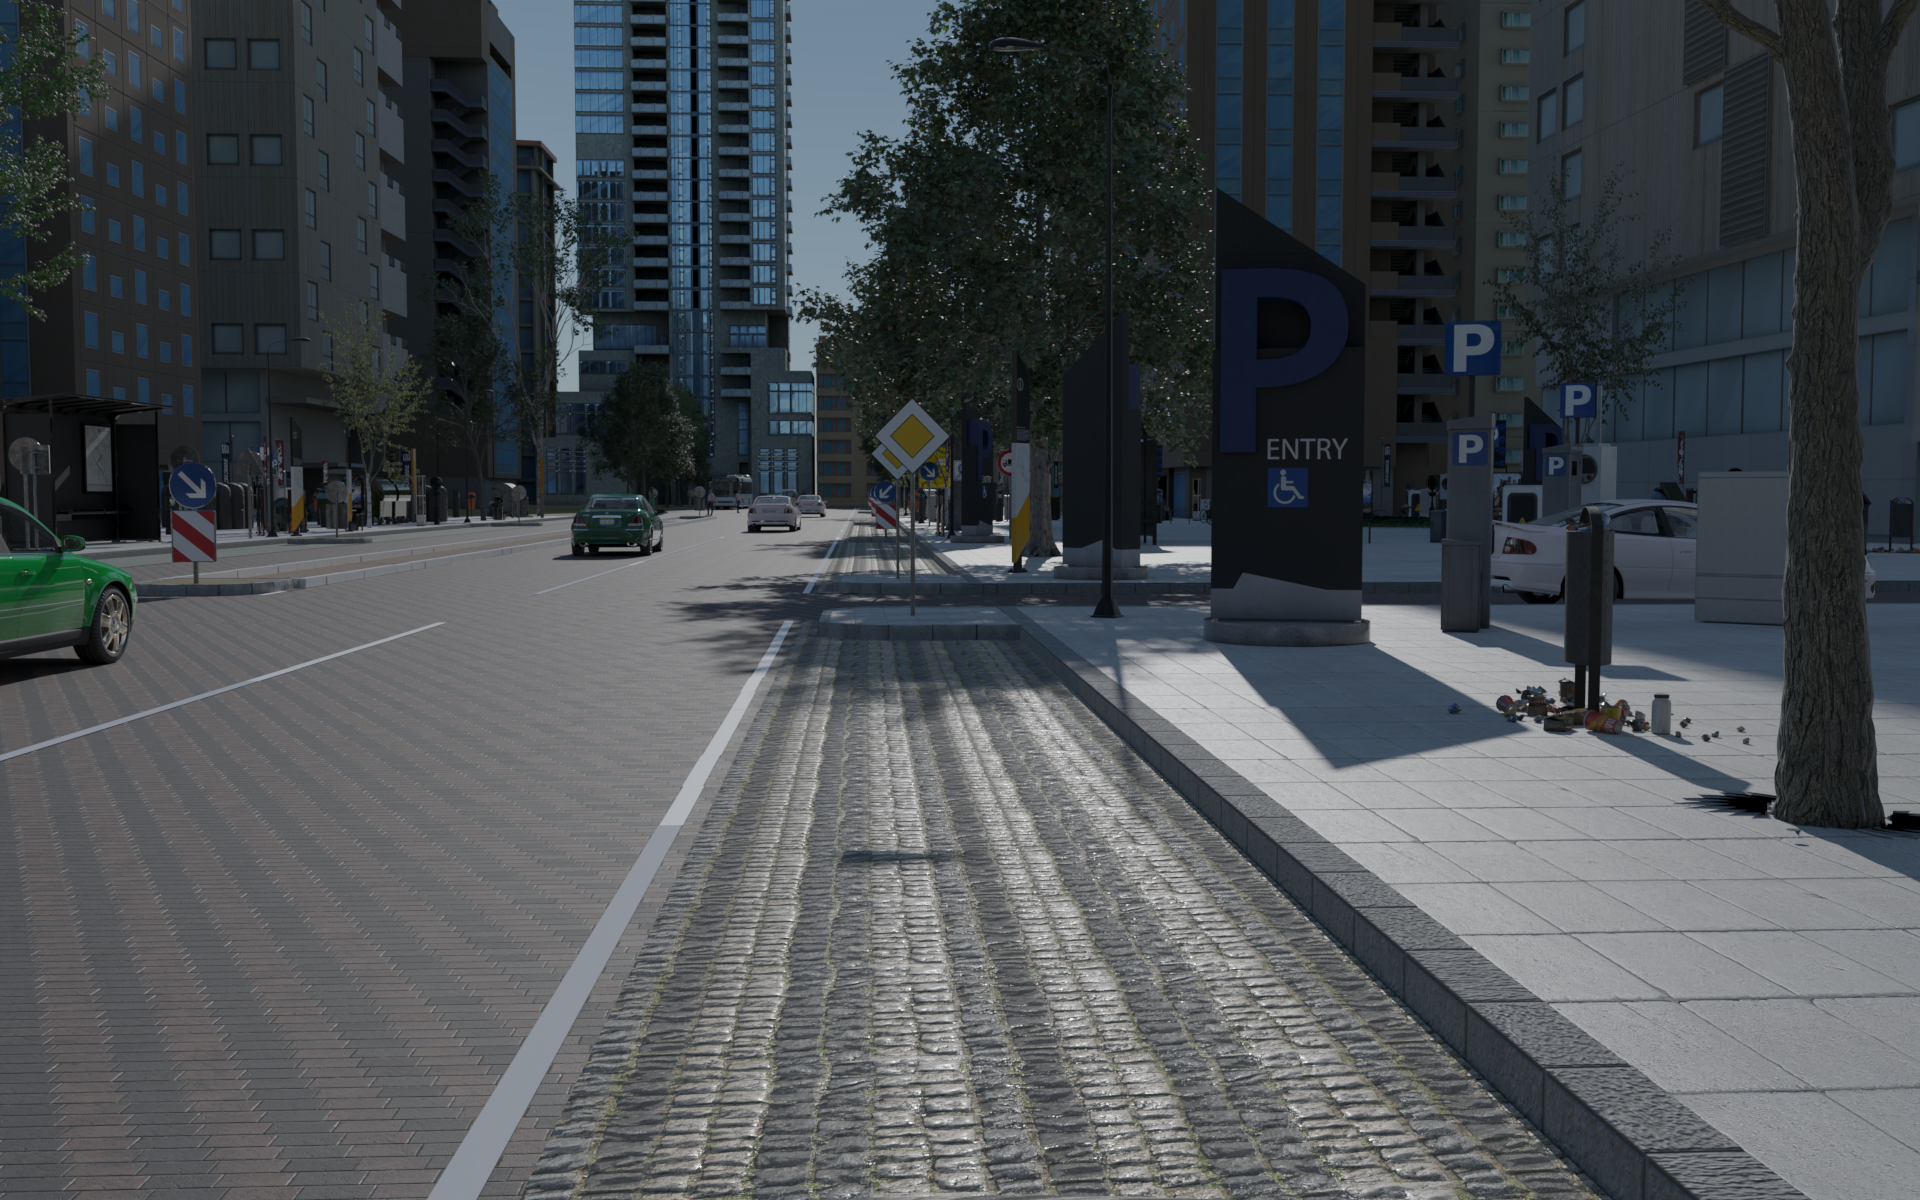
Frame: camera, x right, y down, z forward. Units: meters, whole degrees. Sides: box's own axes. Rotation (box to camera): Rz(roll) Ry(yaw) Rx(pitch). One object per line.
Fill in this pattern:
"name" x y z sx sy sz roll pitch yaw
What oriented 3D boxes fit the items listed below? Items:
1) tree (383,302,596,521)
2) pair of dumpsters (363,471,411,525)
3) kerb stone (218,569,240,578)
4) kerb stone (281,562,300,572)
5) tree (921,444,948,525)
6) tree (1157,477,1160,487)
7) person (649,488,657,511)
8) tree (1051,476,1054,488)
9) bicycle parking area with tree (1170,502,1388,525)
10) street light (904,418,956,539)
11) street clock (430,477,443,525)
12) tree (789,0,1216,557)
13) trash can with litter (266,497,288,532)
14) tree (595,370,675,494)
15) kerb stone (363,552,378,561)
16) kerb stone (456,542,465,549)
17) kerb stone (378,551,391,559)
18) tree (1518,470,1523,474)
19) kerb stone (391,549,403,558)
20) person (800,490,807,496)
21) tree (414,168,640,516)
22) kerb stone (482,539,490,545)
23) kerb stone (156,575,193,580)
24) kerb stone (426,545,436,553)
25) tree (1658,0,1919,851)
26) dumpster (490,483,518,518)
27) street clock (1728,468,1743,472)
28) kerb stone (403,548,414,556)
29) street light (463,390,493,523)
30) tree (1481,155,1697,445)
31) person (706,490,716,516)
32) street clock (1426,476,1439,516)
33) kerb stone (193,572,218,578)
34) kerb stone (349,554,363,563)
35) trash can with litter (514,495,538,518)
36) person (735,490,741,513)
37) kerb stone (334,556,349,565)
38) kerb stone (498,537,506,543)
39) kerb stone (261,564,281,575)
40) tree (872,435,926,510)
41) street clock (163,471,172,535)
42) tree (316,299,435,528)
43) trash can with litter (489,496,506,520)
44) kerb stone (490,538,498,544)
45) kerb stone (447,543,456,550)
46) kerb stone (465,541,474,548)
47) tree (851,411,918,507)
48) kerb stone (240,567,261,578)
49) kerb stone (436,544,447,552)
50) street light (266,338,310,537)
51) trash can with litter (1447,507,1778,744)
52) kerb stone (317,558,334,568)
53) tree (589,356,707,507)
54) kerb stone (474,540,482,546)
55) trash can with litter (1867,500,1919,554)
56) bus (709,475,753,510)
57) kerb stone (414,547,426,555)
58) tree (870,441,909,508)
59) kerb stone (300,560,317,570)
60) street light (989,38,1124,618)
"tree" -23.238 -9.146 83.941 8.767 10.594 7.601 -2 4 -28
"pair of dumpsters" -24.335 -4.287 72.590 1.574 2.255 4.437 0 4 -3
"kerb stone" -12.228 -0.393 28.727 0.120 0.150 1.000 0 4 -3
"kerb stone" -12.393 -0.587 31.794 0.120 0.150 1.000 0 4 -3
"tree" -0.793 -7.361 70.714 4.737 8.622 4.395 0 3 0
"tree" 8.114 -5.161 78.980 1.663 3.219 1.824 0 3 0
"person" -17.462 -5.466 98.113 0.529 1.795 0.600 -3 4 -36
"tree" 4.516 -6.270 97.108 1.663 3.219 1.824 0 3 0
"bicycle parking area with tree" 13.479 -5.283 73.384 8.231 4.147 9.016 0 4 -6
"street light" -0.772 -4.711 49.564 1.470 5.913 1.316 0 4 -3
"street clock" -21.893 -4.151 72.432 0.471 2.002 0.358 0 4 0
"tree" 1.567 -7.232 35.245 9.611 12.733 9.660 0 3 0
"trash can with litter" -23.022 -2.884 58.541 0.624 1.170 1.055 0 4 6
"tree" -25.378 -12.045 131.343 8.767 10.594 7.601 0 4 6
"kerb stone" -12.669 -0.901 36.920 0.120 0.150 1.000 0 4 -3
"kerb stone" -13.136 -1.402 45.120 0.120 0.150 1.000 0 4 -3
"kerb stone" -12.732 -0.963 37.948 0.120 0.150 1.000 0 4 -3
"tree" 25.686 -5.044 77.075 1.663 3.219 1.824 0 3 0
"kerb stone" -12.794 -1.026 38.968 0.120 0.150 1.000 0 4 -3
"person" -15.083 -9.695 167.044 1.348 1.821 0.705 1 4 23
"tree" -25.320 -15.020 101.460 12.611 20.169 13.585 0 3 0
"kerb stone" -13.310 -1.587 48.184 0.120 0.150 1.000 0 4 -3
"kerb stone" -12.111 -0.273 26.675 0.120 0.150 1.000 0 4 -3
"kerb stone" -12.965 -1.213 42.041 0.120 0.150 1.000 0 4 -3
"tree" 3.415 -4.948 6.650 9.928 11.665 9.643 0 3 0
"dumpster" -24.284 -5.306 92.507 1.264 1.857 1.865 0 4 -3
"street clock" 21.479 -2.658 48.025 0.471 2.002 0.358 2 4 30
"kerb stone" -12.854 -1.088 39.989 0.120 0.150 1.000 0 4 -3
"street light" -21.526 -6.415 77.421 1.470 5.913 1.316 0 4 -3
"tree" 13.796 -5.379 38.312 4.360 8.622 3.978 0 3 0
"person" -16.595 -6.464 115.121 0.436 1.711 0.756 -3 5 -42
"street clock" 18.637 -3.901 68.349 0.471 2.002 0.358 3 5 41
"kerb stone" -12.164 -0.336 27.706 0.120 0.150 1.000 0 4 -3
"kerb stone" -12.624 -0.838 35.899 0.120 0.150 1.000 0 4 -3
"trash can with litter" -23.948 -5.117 94.720 1.678 1.210 2.233 0 4 0
"person" -16.578 -7.370 129.930 0.436 1.711 0.756 2 4 26
"kerb stone" -12.562 -0.775 34.864 0.120 0.150 1.000 0 4 -3
"kerb stone" -13.418 -1.715 50.229 0.120 0.150 1.000 0 4 -3
"kerb stone" -12.344 -0.518 30.768 0.120 0.150 1.000 0 4 -3
"tree" -4.656 -11.529 138.857 4.360 8.622 3.978 0 3 0
"street clock" -24.970 -3.062 54.640 0.358 2.002 0.471 -1 4 -14
"tree" -22.132 -7.009 64.955 4.360 8.622 3.978 0 3 0
"trash can with litter" -22.747 -4.521 85.311 0.624 1.170 1.055 0 4 3
"kerb stone" -13.364 -1.649 49.208 0.120 0.150 1.000 0 4 -3
"kerb stone" -13.081 -1.339 44.095 0.120 0.150 1.000 0 4 -3
"kerb stone" -13.195 -1.465 46.140 0.120 0.150 1.000 0 4 -3
"tree" -6.376 -16.626 178.490 9.857 13.997 8.962 0 3 0
"kerb stone" -12.279 -0.462 29.747 0.120 0.150 1.000 0 4 -3
"kerb stone" -13.013 -1.277 43.075 0.120 0.150 1.000 0 4 -3
"street light" -19.973 -4.830 51.517 1.470 5.913 1.316 0 4 -3
"trash can with litter" 3.695 0.062 10.038 1.678 1.210 2.233 1 4 12
"kerb stone" -12.505 -0.711 33.837 0.120 0.150 1.000 0 4 -3
"tree" -26.314 -13.887 144.053 9.611 12.733 9.660 0 3 0
"kerb stone" -13.255 -1.527 47.164 0.120 0.150 1.000 0 4 -3
"trash can with litter" 20.429 -1.655 38.120 1.678 1.210 2.233 -2 4 -26
"bus" -21.485 -10.303 163.308 2.948 3.499 13.247 0 4 -1
"kerb stone" -12.901 -1.150 41.016 0.120 0.150 1.000 0 4 -3
"tree" -5.116 -14.058 164.268 7.601 10.594 8.767 1 4 18
"kerb stone" -12.449 -0.650 32.817 0.120 0.150 1.000 0 4 -3
"street light" 0.992 -2.771 17.841 1.470 5.913 1.316 0 4 -3
